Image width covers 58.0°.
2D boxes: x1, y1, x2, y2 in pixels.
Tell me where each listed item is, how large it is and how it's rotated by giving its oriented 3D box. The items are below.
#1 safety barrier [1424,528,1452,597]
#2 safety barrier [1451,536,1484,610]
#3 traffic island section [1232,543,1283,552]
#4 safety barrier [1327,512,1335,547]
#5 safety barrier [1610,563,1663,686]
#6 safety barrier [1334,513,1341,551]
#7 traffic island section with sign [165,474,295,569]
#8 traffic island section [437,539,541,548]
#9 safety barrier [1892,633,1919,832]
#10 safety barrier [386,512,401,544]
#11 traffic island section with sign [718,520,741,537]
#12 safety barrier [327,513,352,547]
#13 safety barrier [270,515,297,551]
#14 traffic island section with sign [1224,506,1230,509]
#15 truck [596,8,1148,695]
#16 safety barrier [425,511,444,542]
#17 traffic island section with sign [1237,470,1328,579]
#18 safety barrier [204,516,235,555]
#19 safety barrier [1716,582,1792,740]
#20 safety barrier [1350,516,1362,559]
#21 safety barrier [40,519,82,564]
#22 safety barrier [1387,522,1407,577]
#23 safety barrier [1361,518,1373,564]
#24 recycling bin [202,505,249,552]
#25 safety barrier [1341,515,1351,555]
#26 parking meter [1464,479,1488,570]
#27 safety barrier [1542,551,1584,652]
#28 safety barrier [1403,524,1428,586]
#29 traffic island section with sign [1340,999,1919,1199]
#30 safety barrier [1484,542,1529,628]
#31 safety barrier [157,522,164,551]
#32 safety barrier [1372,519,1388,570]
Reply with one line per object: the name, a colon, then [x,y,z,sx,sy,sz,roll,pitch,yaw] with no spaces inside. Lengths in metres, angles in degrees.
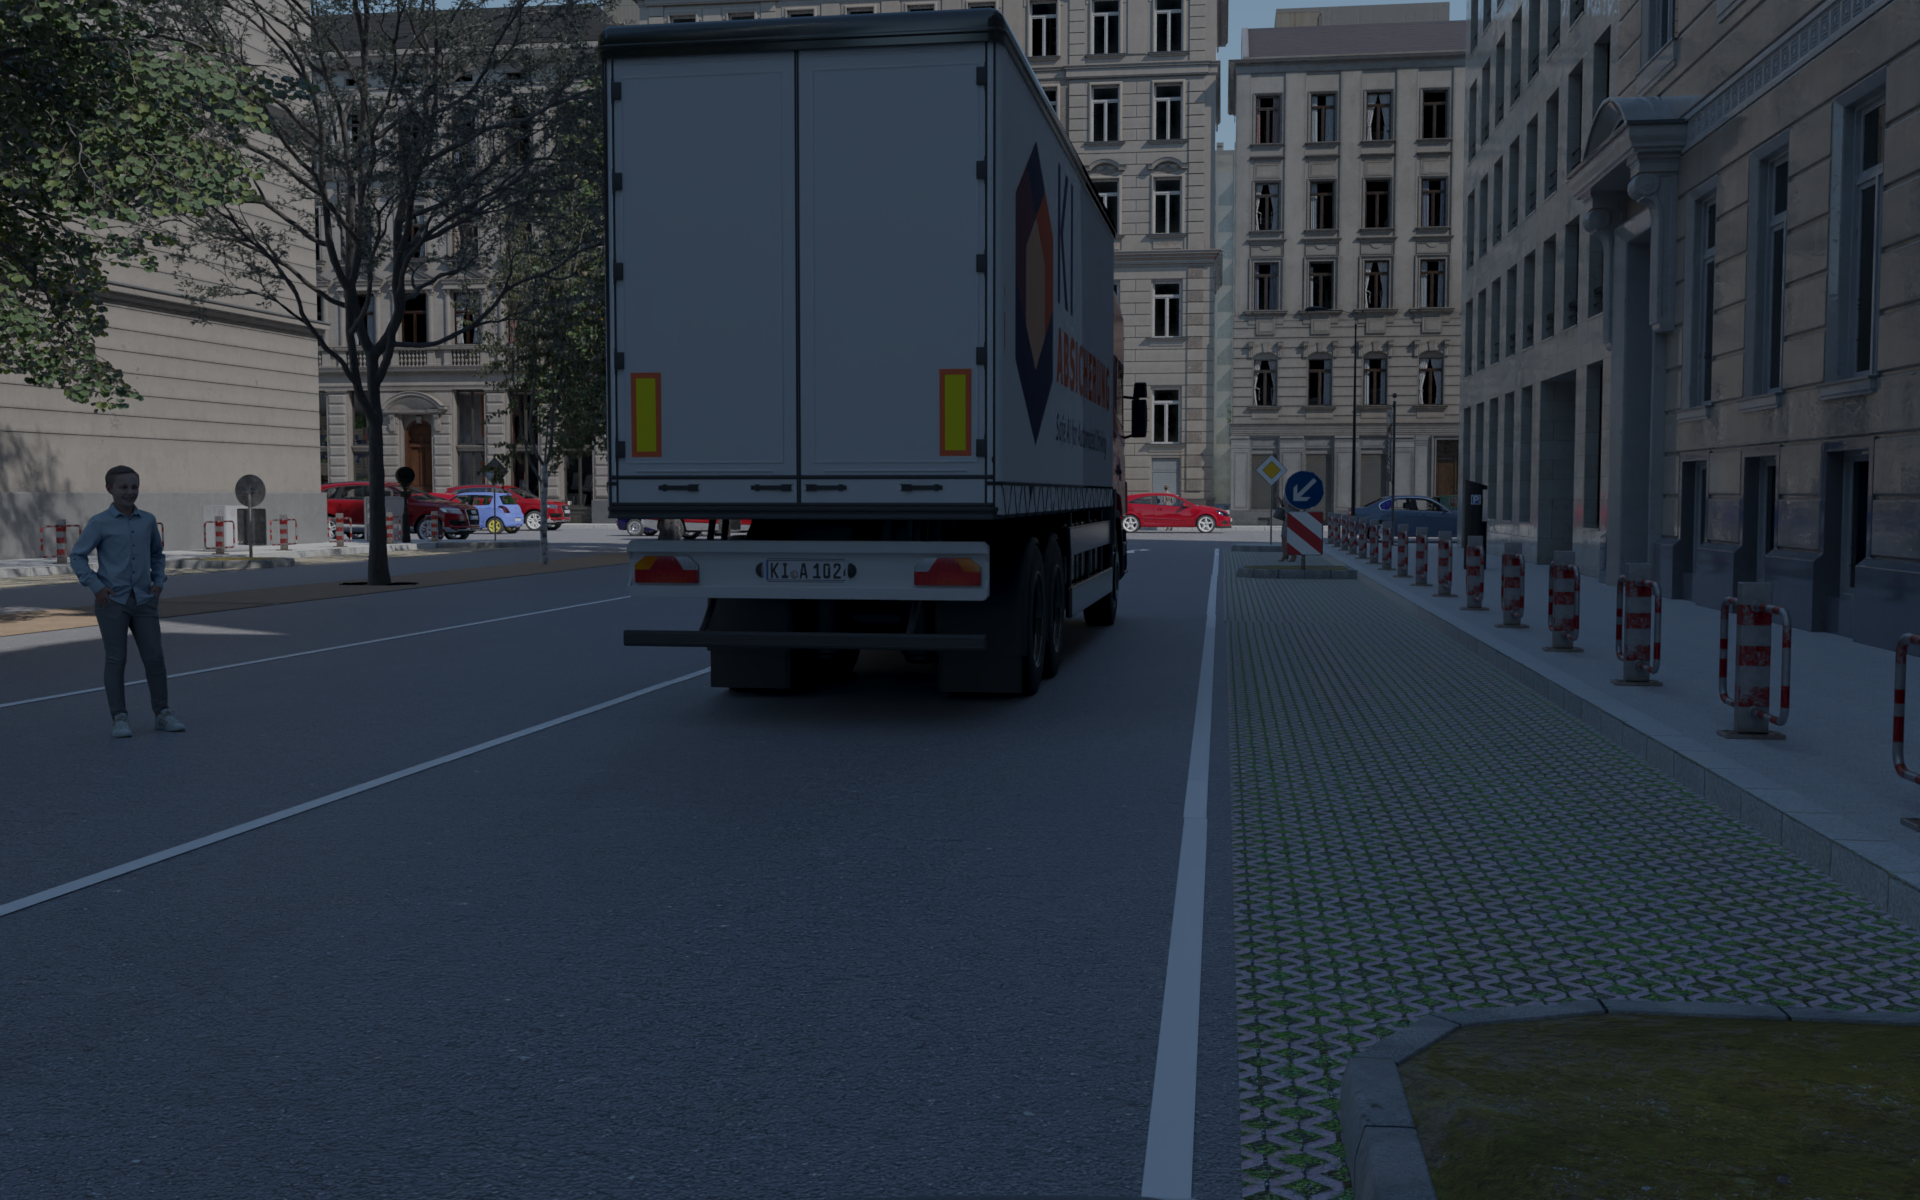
safety barrier: [6.066,-0.452,21.669,0.300,0.817,1.120,1,4,9]
safety barrier: [5.693,-0.298,19.154,0.300,0.817,1.120,1,4,9]
traffic island section: [7.911,-1.326,43.963,2.009,0.180,2.903,1,4,9]
safety barrier: [9.100,-1.681,41.752,0.300,0.817,1.120,1,4,9]
safety barrier: [4.548,0.162,11.625,0.300,0.817,1.120,1,4,9]
safety barrier: [8.721,-1.527,39.234,0.300,0.817,1.120,1,4,9]
traffic island section with sign: [-14.272,-1.557,34.086,1.989,1.847,2.006,1,4,9]
traffic island section: [-12.648,-1.516,47.061,2.009,0.180,2.903,1,4,9]
safety barrier: [3.791,0.469,6.605,0.300,0.817,1.120,1,4,9]
safety barrier: [-14.580,-1.836,44.300,0.300,0.817,1.120,1,4,9]
traffic island section with sign: [-6.347,-2.337,46.350,2.006,1.907,1.989,1,4,9]
safety barrier: [-14.959,-1.682,41.777,0.300,0.817,1.120,1,4,9]
safety barrier: [-15.333,-1.529,39.272,0.300,0.817,1.120,1,4,9]
traffic island section with sign: [29.680,-10.969,187.978,1.989,1.847,2.006,1,4,9]
truck: [-0.012,-1.641,15.740,2.839,4.237,11.283,1,4,10]
safety barrier: [-14.202,-1.990,46.815,0.300,0.817,1.120,1,4,9]
traffic island section with sign: [5.809,-1.305,29.971,1.989,1.847,2.006,1,4,9]
safety barrier: [-15.714,-1.375,36.762,0.300,0.817,1.120,1,4,9]
safety barrier: [4.172,0.316,9.111,0.300,0.817,1.120,1,4,9]
safety barrier: [7.962,-1.220,34.219,0.300,0.817,1.120,1,4,9]
safety barrier: [-16.474,-1.069,31.753,0.300,0.817,1.120,1,4,9]
safety barrier: [6.826,-0.760,26.694,0.300,0.817,1.120,1,4,9]
safety barrier: [7.585,-1.067,31.714,0.300,0.817,1.120,1,4,9]
recycling bin: [-16.363,-1.595,38.635,0.722,1.027,0.722,1,4,20]
safety barrier: [8.338,-1.373,36.730,0.300,0.817,1.120,1,4,9]
parking meter: [8.779,-1.289,29.489,0.372,1.533,0.369,0,3,0]
safety barrier: [4.924,0.009,14.130,0.300,0.817,1.120,1,4,9]
safety barrier: [6.447,-0.606,24.189,0.300,0.817,1.120,1,4,9]
traffic island section with sign: [1.784,0.325,3.317,1.989,1.847,2.006,1,4,9]
safety barrier: [5.307,-0.144,16.634,0.300,0.817,1.120,1,4,9]
safety barrier: [-16.093,-1.222,34.258,0.300,0.817,1.120,1,4,9]
safety barrier: [7.202,-0.913,29.209,0.300,0.817,1.120,1,4,9]
